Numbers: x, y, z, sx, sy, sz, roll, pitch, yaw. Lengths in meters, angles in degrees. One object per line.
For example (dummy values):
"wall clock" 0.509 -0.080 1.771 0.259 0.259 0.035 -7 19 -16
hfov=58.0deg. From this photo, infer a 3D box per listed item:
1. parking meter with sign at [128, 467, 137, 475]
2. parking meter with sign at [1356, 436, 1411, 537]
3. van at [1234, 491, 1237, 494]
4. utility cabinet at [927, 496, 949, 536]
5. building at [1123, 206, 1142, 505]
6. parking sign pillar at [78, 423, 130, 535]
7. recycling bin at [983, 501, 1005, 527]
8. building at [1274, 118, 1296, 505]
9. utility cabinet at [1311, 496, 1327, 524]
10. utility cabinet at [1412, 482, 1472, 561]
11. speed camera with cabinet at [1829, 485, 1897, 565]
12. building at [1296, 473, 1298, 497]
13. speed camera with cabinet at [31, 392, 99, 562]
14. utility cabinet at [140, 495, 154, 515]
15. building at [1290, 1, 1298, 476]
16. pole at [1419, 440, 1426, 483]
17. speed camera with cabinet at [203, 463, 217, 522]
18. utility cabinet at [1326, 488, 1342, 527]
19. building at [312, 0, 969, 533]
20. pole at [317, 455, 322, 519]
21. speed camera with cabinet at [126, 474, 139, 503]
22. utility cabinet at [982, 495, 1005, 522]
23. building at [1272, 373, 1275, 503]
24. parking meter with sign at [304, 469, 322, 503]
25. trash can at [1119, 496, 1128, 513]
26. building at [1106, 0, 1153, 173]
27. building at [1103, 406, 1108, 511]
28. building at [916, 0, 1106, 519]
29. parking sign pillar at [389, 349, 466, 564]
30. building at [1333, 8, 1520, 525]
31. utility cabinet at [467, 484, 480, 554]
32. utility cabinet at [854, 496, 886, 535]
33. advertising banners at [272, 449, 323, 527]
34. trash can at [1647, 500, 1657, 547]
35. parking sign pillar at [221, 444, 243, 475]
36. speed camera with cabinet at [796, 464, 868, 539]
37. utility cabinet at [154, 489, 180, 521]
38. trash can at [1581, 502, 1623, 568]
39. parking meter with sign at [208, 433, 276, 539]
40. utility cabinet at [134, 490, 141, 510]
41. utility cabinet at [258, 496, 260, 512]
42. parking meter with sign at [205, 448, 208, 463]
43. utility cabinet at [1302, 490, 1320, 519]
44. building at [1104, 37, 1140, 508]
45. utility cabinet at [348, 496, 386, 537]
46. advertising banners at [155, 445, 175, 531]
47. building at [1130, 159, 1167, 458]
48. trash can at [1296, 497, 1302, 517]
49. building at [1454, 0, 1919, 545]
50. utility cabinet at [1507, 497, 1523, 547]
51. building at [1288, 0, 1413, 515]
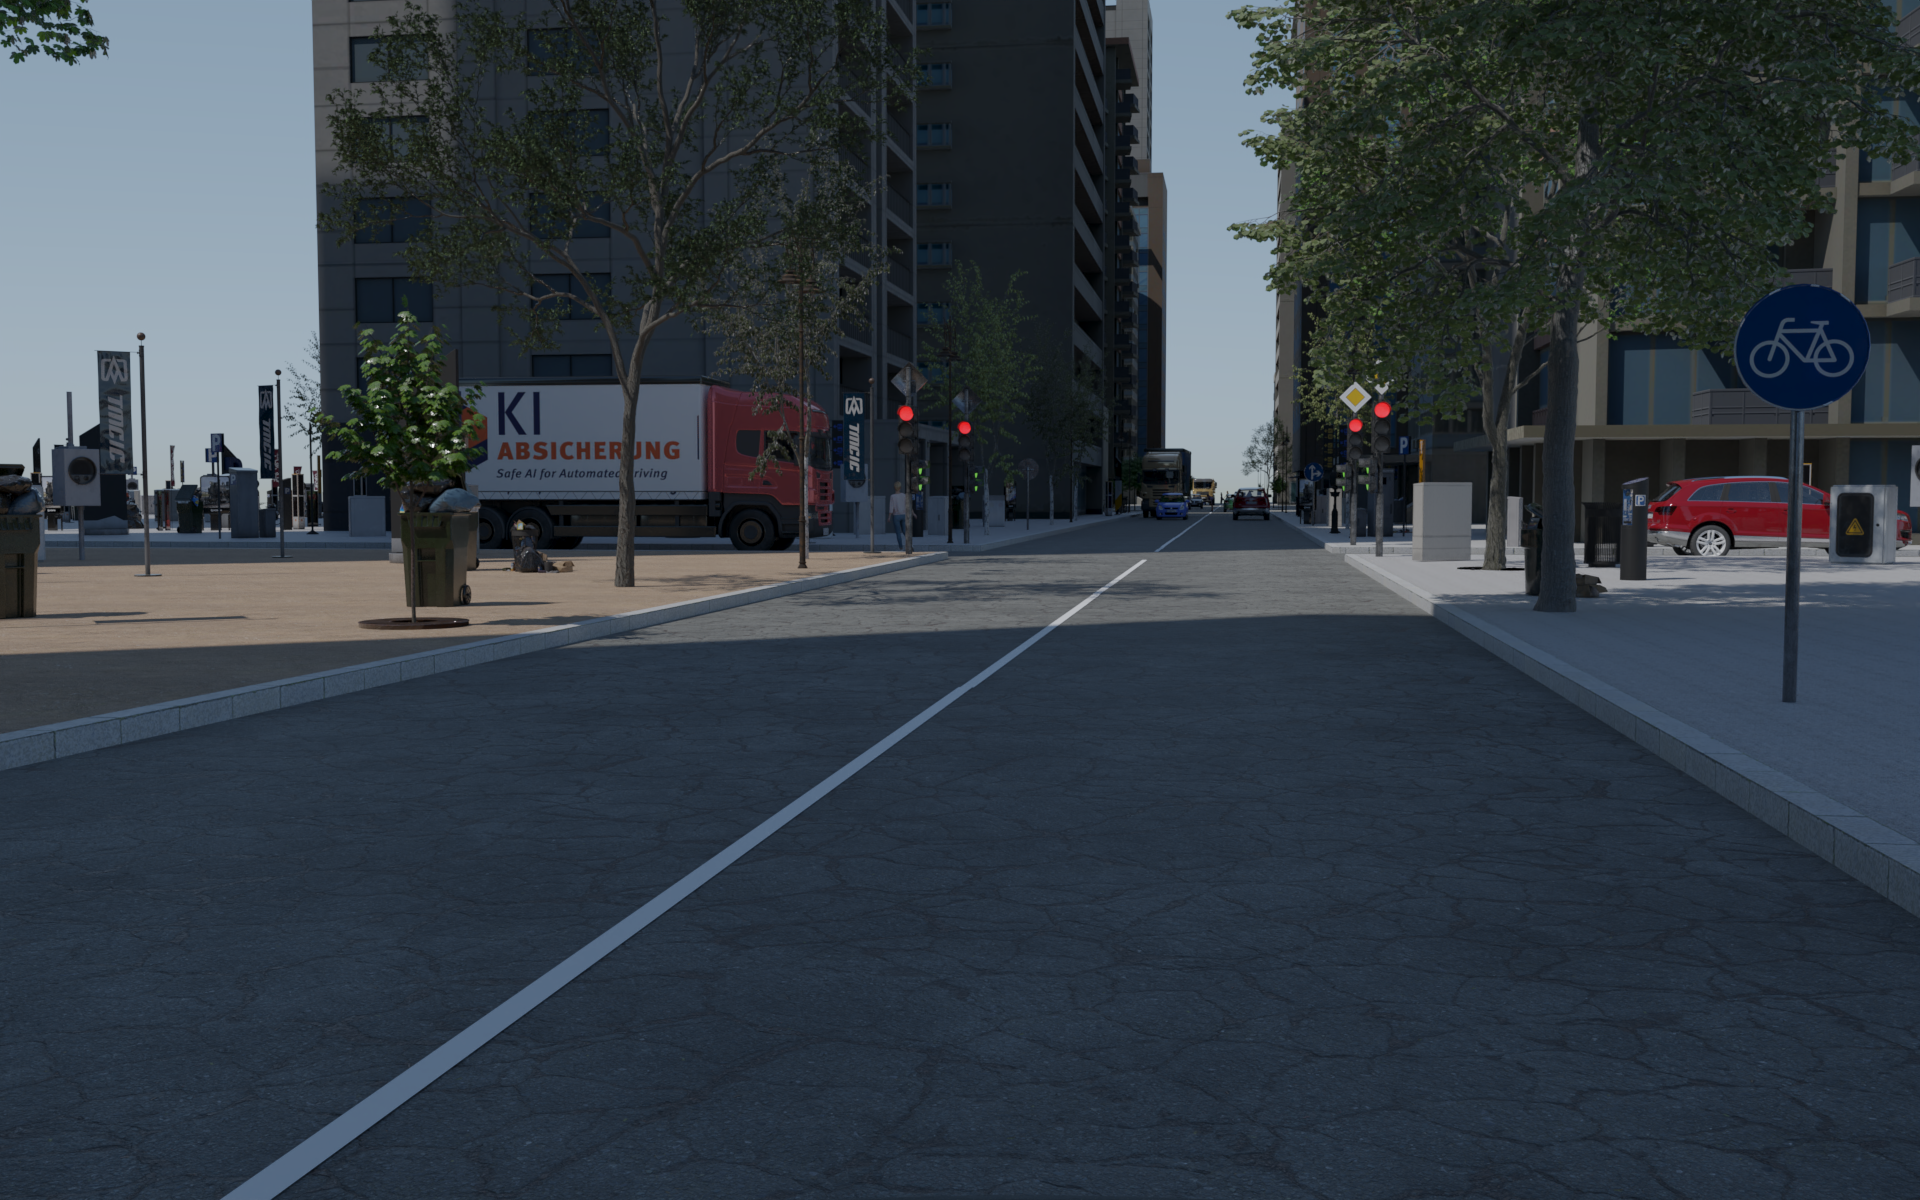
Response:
"parking meter with sign" -52.688 -6.968 110.192 0.543 3.016 1.738 -2 4 -29
"parking meter with sign" 12.623 -3.412 52.043 1.738 3.016 0.543 -1 4 -17
"van" 41.414 -15.309 257.314 2.013 2.044 4.112 1 4 9
"utility cabinet" -0.638 -2.618 53.968 0.306 1.237 1.020 -2 4 -32
"building" 9.670 -32.172 217.894 32.217 40.220 23.993 1 4 9
"parking sign pillar" -26.929 -4.031 54.378 1.447 3.967 1.447 -3 4 -37
"recycling bin" 1.323 -3.383 67.860 0.722 1.027 0.722 -1 4 -13
"building" 49.732 -35.987 212.091 21.300 48.544 21.600 1 4 9
"utility cabinet" 15.473 -3.905 75.006 1.020 1.237 0.306 -1 4 -23
"utility cabinet" 9.220 -1.496 33.142 1.173 1.500 0.318 -2 4 -25
"speed camera with cabinet" 16.949 -2.266 31.388 0.660 3.252 2.038 -3 5 -42
"building" 37.225 -28.783 154.193 14.154 41.232 14.086 1 4 9
"speed camera with cabinet" -17.467 -2.356 32.856 0.660 3.252 2.038 3 4 38
"utility cabinet" -50.782 -5.937 108.231 0.306 1.237 1.020 2 4 25
"building" 47.816 -35.749 173.727 28.713 52.752 27.495 1 4 9
"pole" 17.345 -4.353 65.013 0.158 3.312 0.155 0 3 0
"speed camera with cabinet" -34.167 -5.172 78.893 0.660 3.252 2.038 -1 4 -22
"utility cabinet" 14.638 -3.611 67.714 0.318 1.500 1.173 0 4 -3
"building" -10.405 -38.416 66.360 20.563 71.187 20.611 1 4 9
"pole" -33.574 -5.927 90.749 0.158 3.312 0.155 0 3 0
"speed camera with cabinet" -49.046 -6.525 101.017 2.038 3.252 0.660 -2 4 -28
"utility cabinet" 1.547 -4.185 79.590 1.020 1.237 0.306 0 4 2
"building" 57.293 -24.014 237.668 27.650 21.520 28.899 1 4 9
"parking meter with sign" -46.003 -7.713 122.363 1.738 3.016 0.543 -1 4 -23
"trash can" 10.993 -6.439 116.930 0.748 1.137 0.748 0 3 0
"building" 19.796 -49.902 254.145 20.563 71.187 20.611 1 4 9
"building" 0.969 -50.309 135.225 22.319 86.520 31.000 1 4 9
"building" -3.162 -29.062 98.864 21.300 48.544 21.600 1 4 9
"parking sign pillar" -9.967 -2.689 32.431 1.447 3.967 1.447 0 4 4
"building" 33.603 -23.608 77.865 32.217 40.220 23.993 1 4 9
"utility cabinet" -10.564 -1.688 36.273 0.318 1.500 1.173 2 4 23
"utility cabinet" -2.874 -2.680 54.982 1.020 1.237 0.306 -2 4 -32
"advertising banners" -25.880 -4.353 67.359 0.090 3.025 2.074 3 5 41
"trash can" 16.596 -1.856 41.997 0.748 1.137 0.748 0 3 0
"parking sign pillar" -38.436 -6.305 91.564 1.447 3.967 1.447 1 4 13
"speed camera with cabinet" -3.696 -3.388 49.730 2.038 3.252 0.660 -1 4 -20
"utility cabinet" -36.514 -4.353 79.855 1.173 1.500 0.318 0 4 3
"trash can" 11.262 -1.144 30.354 0.748 1.137 0.748 0 3 0
"parking meter with sign" -20.789 -3.307 50.335 0.543 3.016 1.738 2 4 34
"utility cabinet" -45.359 -5.247 94.469 1.173 1.500 0.318 0 4 -4
"utility cabinet" -24.693 -3.009 60.354 0.306 1.237 1.020 0 4 -4
"parking meter with sign" -27.682 -4.228 65.391 1.738 3.016 0.543 2 4 31
"utility cabinet" 17.624 -4.766 86.610 0.318 1.500 1.173 -2 4 -34
"building" 5.620 -31.278 166.015 22.147 44.769 28.867 1 4 9
"utility cabinet" -17.900 -2.515 52.284 1.020 1.237 0.306 -2 4 -30
"advertising banners" -28.045 -3.976 61.198 0.090 3.025 2.074 0 4 -6
"building" 20.871 -35.826 235.862 14.600 45.320 14.200 1 4 9
"trash can" 19.275 -5.269 97.803 0.748 1.137 0.748 0 3 0
"building" 30.135 -24.224 50.689 28.867 44.769 22.147 1 4 9
"utility cabinet" 13.615 -1.915 42.472 0.306 1.237 1.020 1 4 22
"building" 27.813 -27.884 106.019 14.600 45.320 14.200 1 4 9
